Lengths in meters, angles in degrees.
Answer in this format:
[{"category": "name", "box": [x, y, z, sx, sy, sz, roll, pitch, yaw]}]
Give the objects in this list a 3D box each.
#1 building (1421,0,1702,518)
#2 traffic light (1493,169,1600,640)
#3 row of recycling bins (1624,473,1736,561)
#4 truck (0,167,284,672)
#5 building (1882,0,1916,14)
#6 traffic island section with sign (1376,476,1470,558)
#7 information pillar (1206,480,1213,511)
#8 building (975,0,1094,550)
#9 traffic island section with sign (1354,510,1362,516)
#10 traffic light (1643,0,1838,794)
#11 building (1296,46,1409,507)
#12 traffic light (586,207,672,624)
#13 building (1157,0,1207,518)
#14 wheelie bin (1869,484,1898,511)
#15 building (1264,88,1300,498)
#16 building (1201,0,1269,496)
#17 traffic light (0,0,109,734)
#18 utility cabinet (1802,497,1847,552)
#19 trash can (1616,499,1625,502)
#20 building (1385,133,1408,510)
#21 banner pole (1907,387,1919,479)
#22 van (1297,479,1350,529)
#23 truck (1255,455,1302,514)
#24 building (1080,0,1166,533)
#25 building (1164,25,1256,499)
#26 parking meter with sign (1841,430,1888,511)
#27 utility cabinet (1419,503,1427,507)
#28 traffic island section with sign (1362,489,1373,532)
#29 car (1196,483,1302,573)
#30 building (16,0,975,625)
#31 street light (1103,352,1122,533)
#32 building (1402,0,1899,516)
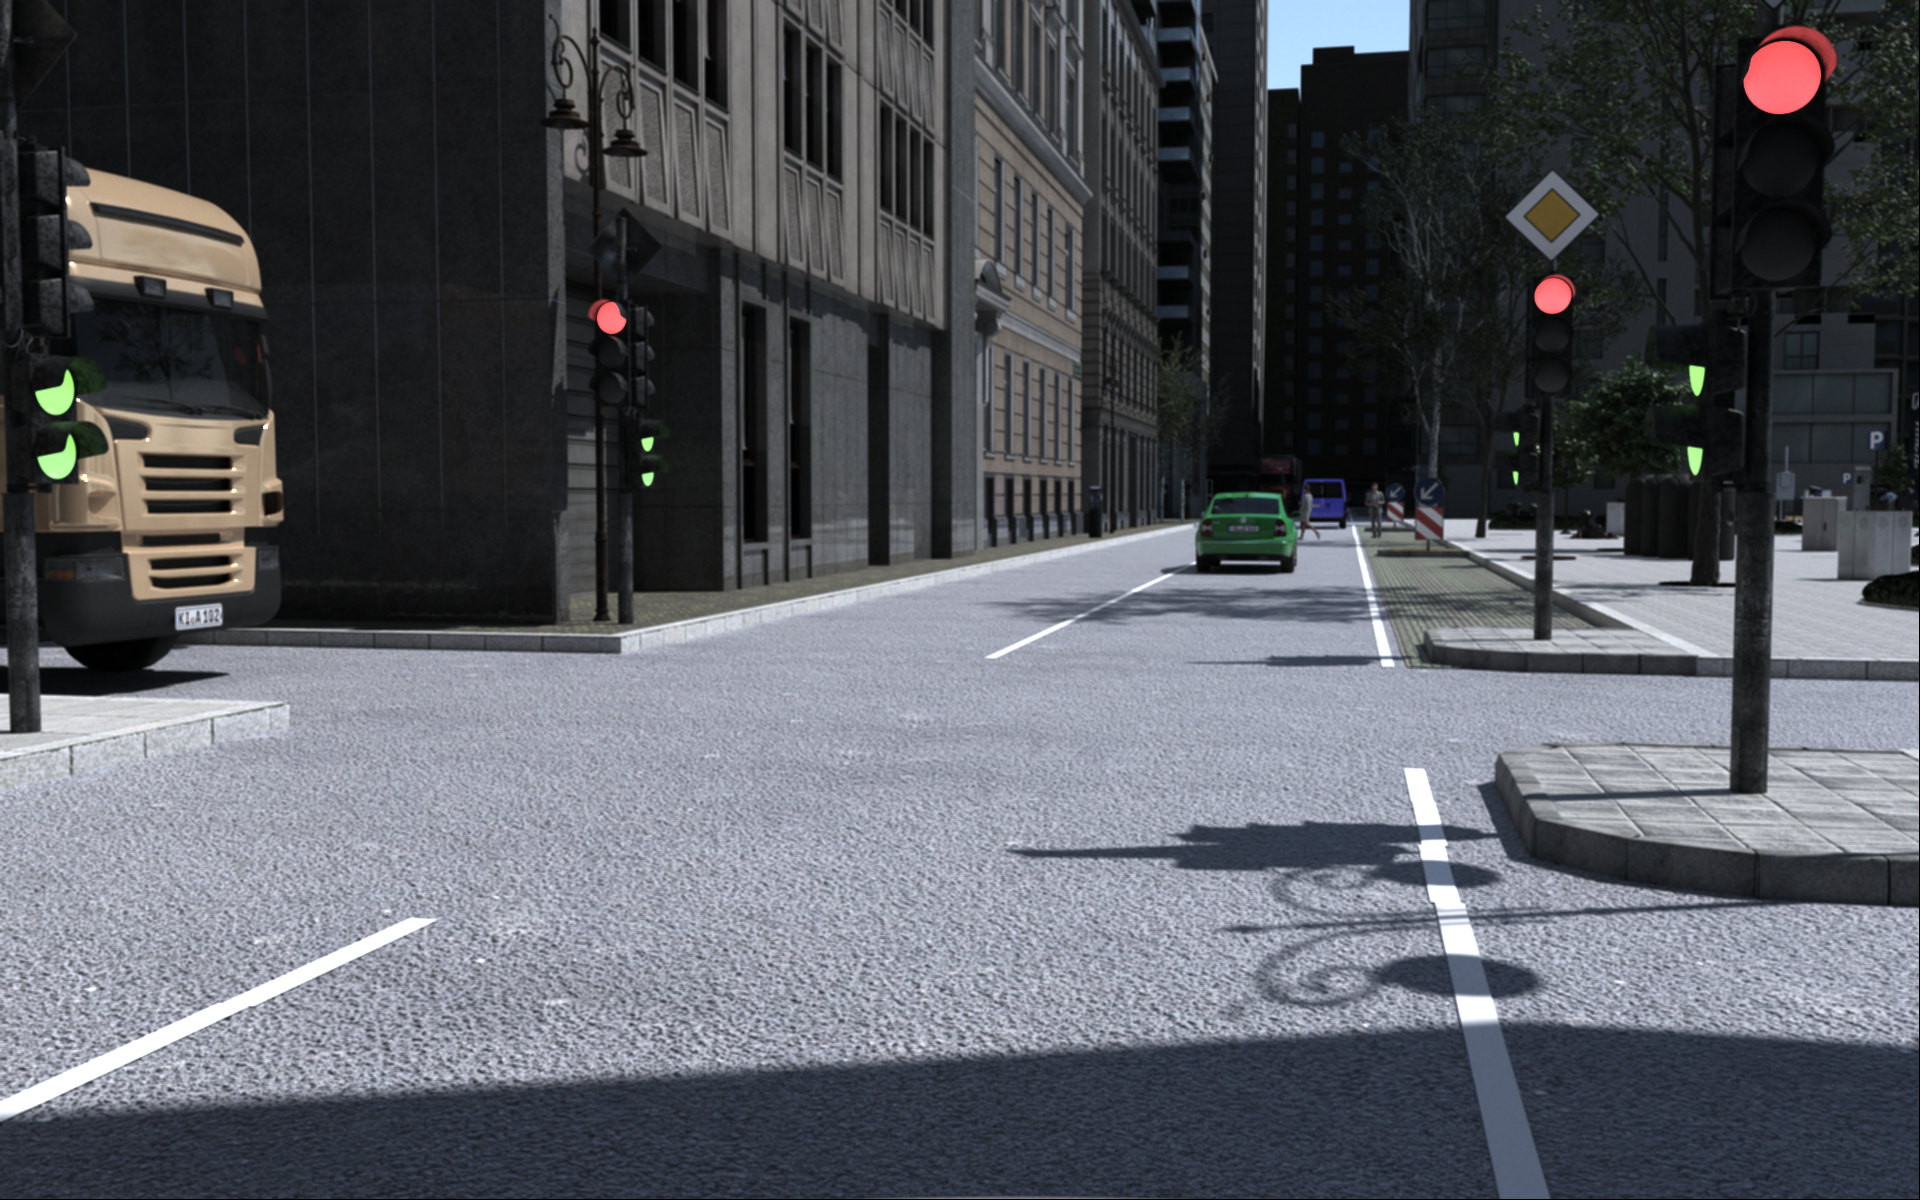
[{"category": "building", "box": [33.335, -19.999, 98.689, 14.160, 30.474, 14.107, 1, 4, 12]}, {"category": "traffic light", "box": [5.121, -1.605, 15.164, 0.839, 4.253, 0.868, 1, 4, 12]}, {"category": "row of recycling bins", "box": [14.474, -1.705, 34.987, 1.069, 1.692, 3.534, 0, 4, -4]}, {"category": "truck", "box": [-10.398, -1.525, 13.853, 11.283, 4.237, 2.839, 1, 4, 14]}, {"category": "building", "box": [68.676, -29.925, 143.903, 28.867, 44.769, 22.147, 1, 4, 12]}, {"category": "traffic island section with sign", "box": [10.626, -1.905, 39.783, 1.989, 1.847, 2.006, 1, 4, 12]}, {"category": "information pillar", "box": [12.810, -5.168, 88.991, 0.304, 2.012, 0.304, 0, 4, 6]}, {"category": "building", "box": [-4.196, -15.958, 46.821, 13.634, 28.700, 20.117, 1, 4, 12]}, {"category": "traffic island section with sign", "box": [27.262, -6.482, 114.605, 1.989, 1.847, 2.006, 1, 4, 12]}, {"category": "traffic light", "box": [3.387, -1.128, 7.369, 0.839, 4.253, 0.868, 1, 4, 12]}, {"category": "building", "box": [41.857, -32.183, 176.294, 14.200, 45.320, 14.600, 1, 4, 12]}, {"category": "traffic light", "box": [-3.289, -1.718, 17.011, 0.839, 4.253, 0.868, 1, 4, 12]}, {"category": "building", "box": [4.646, -48.540, 106.294, 22.319, 86.520, 31.000, 1, 4, 12]}, {"category": "wheelie bin", "box": [27.749, -2.714, 52.289, 0.980, 1.594, 0.693, 3, 4, 36]}, {"category": "building", "box": [28.038, -30.326, 179.420, 14.086, 41.232, 14.154, 1, 4, 12]}, {"category": "building", "box": [16.787, -43.871, 155.535, 20.611, 71.187, 20.563, 1, 4, 12]}, {"category": "traffic light", "box": [-5.023, -1.241, 9.216, 0.839, 4.253, 0.868, 1, 4, 12]}, {"category": "utility cabinet", "box": [19.471, -1.705, 39.047, 0.306, 1.237, 1.020, -1, 4, -16]}, {"category": "trash can", "box": [20.686, -2.568, 53.632, 0.748, 1.137, 0.748, 0, 3, 0]}, {"category": "building", "box": [41.790, -22.533, 140.123, 14.160, 30.474, 14.107, 1, 4, 12]}, {"category": "banner pole", "box": [19.849, -2.785, 35.557, 0.863, 3.779, 0.401, 0, 4, -1]}, {"category": "van", "box": [15.405, -4.221, 73.395, 2.240, 2.365, 5.245, 1, 4, 12]}, {"category": "truck", "box": [23.233, -8.362, 125.639, 2.839, 4.237, 11.283, 1, 4, 14]}, {"category": "building", "box": [1.951, -13.246, 65.726, 9.793, 20.994, 18.267, 1, 4, 12]}, {"category": "building", "box": [6.719, -27.124, 135.361, 32.217, 40.220, 23.993, 1, 4, 12]}, {"category": "parking meter with sign", "box": [24.312, -3.108, 47.076, 1.738, 3.016, 0.543, -1, 4, -23]}, {"category": "utility cabinet", "box": [19.663, -3.967, 73.547, 0.318, 1.500, 1.173, 1, 4, 13]}, {"category": "traffic island section with sign", "box": [16.477, -3.515, 66.098, 1.989, 1.847, 2.006, 1, 4, 12]}, {"category": "car", "box": [5.520, -1.484, 33.057, 1.959, 1.807, 4.718, 1, 4, 12]}, {"category": "building", "box": [-7.704, -12.796, 27.244, 12.078, 24.808, 19.932, 1, 4, 12]}, {"category": "street light", "box": [4.969, -5.121, 56.512, 0.468, 5.910, 1.993, 1, 4, 12]}, {"category": "building", "box": [44.441, -32.268, 116.816, 28.713, 52.752, 27.495, 1, 4, 12]}]
